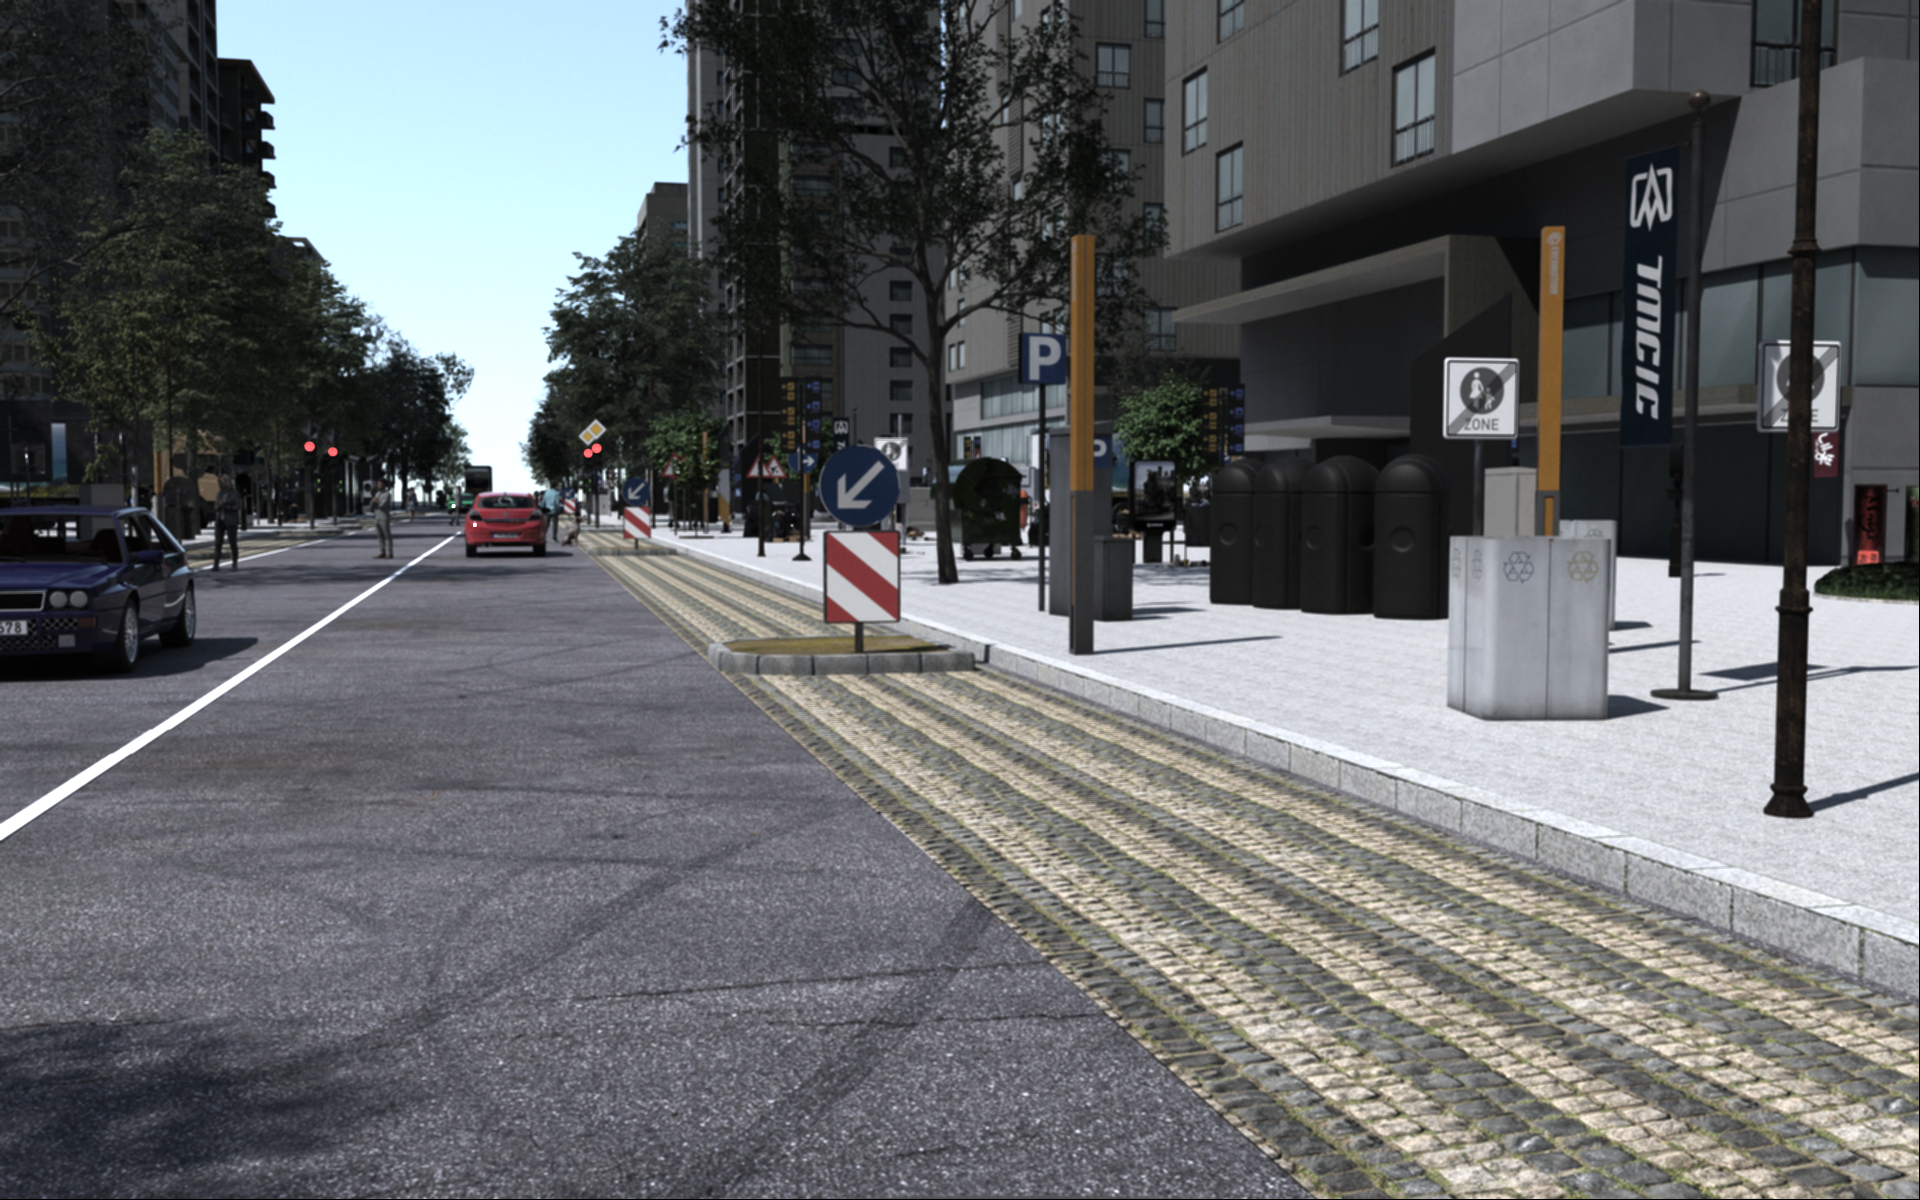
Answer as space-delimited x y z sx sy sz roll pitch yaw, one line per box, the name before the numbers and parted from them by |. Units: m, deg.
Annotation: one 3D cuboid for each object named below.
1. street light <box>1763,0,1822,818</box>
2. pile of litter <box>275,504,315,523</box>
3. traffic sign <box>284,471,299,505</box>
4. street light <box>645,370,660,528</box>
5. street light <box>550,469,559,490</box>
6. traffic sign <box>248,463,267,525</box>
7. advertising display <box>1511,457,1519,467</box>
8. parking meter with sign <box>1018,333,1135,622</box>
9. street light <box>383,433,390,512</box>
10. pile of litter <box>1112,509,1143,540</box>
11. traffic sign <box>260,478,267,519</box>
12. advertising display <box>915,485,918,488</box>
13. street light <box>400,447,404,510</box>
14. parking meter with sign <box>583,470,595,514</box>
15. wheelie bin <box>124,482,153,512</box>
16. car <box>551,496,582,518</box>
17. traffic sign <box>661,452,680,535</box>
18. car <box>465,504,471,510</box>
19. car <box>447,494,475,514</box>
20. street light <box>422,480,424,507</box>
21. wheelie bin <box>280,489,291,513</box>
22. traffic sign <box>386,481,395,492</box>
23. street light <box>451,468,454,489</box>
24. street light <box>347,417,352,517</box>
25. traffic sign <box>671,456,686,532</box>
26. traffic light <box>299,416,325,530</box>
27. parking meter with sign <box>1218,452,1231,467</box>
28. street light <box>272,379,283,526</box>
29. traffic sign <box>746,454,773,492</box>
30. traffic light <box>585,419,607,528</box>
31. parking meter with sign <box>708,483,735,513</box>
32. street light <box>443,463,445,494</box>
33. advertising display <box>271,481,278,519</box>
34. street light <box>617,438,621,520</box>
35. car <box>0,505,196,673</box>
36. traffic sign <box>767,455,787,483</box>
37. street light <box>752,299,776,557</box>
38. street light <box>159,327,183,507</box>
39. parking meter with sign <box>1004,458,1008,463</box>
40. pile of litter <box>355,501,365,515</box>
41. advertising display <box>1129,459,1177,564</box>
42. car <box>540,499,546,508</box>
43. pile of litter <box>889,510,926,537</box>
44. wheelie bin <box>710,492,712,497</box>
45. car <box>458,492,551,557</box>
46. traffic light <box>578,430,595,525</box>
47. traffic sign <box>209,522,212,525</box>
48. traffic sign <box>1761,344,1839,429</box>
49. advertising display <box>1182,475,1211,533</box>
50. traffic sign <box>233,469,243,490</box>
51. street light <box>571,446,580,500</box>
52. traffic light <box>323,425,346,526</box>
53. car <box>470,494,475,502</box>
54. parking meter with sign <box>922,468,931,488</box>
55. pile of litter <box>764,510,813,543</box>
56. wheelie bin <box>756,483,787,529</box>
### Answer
street light | 3.317 -2.078 6.758 0.468 5.910 1.993 -1 4 -14
pile of litter | -29.569 -3.858 77.041 1.719 0.858 1.176 -1 4 -18
traffic sign | -36.963 -5.851 95.775 0.768 2.556 0.104 -1 4 -13
street light | -11.433 -5.609 64.488 0.468 5.910 1.993 -1 4 -14
street light | -56.697 -16.485 242.311 0.468 5.910 1.993 -1 4 -14
traffic sign | -28.874 -4.349 71.214 0.768 2.556 0.104 -1 4 -9
advertising display | 9.636 -1.552 30.588 0.123 1.923 0.974 0 4 -1
parking meter with sign | 1.249 -1.338 18.140 0.543 3.016 1.738 -2 4 -25
street light | -42.012 -9.444 127.197 0.468 5.910 1.993 -1 4 -14
pile of litter | 4.645 -2.128 48.761 1.719 0.858 1.176 1 4 19
traffic sign | -36.290 -5.440 90.125 0.795 2.450 0.064 -1 4 -9
advertising display | -3.030 -7.045 120.403 0.123 1.923 0.974 0 4 6
street light | -46.306 -10.463 143.850 0.468 5.910 1.993 -1 4 -14
parking meter with sign | -26.359 -7.736 122.740 0.543 3.016 1.738 -1 4 -14
wheelie bin | -21.700 -2.318 45.814 0.693 1.594 0.980 -2 4 -28
car | -23.683 -5.589 103.961 1.945 1.354 3.894 -1 4 -14
traffic sign | -8.806 -3.276 53.573 0.884 2.594 0.081 -1 4 -9
car | -16.694 -3.086 62.261 2.131 1.459 4.920 -1 4 -15
car | -35.510 -7.001 123.258 1.959 1.807 4.718 -1 4 -15
street light | -53.738 -12.261 173.246 0.468 5.910 1.993 -1 4 -14
wheelie bin | -44.610 -6.536 114.777 0.980 1.594 0.693 -1 4 -15
traffic sign | -46.938 -8.718 142.550 0.884 2.594 0.081 -1 4 -11
street light | -74.189 -17.151 253.212 0.468 5.910 1.993 -1 4 -14
street light | -34.675 -7.682 98.387 0.468 5.910 1.993 -1 4 -14
traffic sign | -9.330 -3.584 58.595 0.884 2.594 0.081 0 4 -8
traffic light | -23.286 -4.482 62.207 0.839 4.253 0.868 -1 4 -14
parking meter with sign | 11.130 -4.528 70.287 0.543 3.016 1.738 -1 4 -21
street light | -27.413 -5.924 69.652 0.468 5.910 1.993 -1 4 -14
traffic sign | -6.518 -3.440 56.241 0.884 2.594 0.081 0 4 -8
traffic light | -13.588 -4.634 64.687 0.839 4.253 0.868 -1 4 -14
parking meter with sign | -14.997 -6.905 109.157 0.543 3.016 1.738 3 4 38
street light | -66.801 -15.392 224.439 0.468 5.910 1.993 -1 4 -14
advertising display | -38.023 -5.561 96.136 0.123 1.923 0.974 -2 4 -33
street light | -17.188 -6.996 87.165 0.468 5.910 1.993 -1 4 -14
car | -7.772 -0.140 14.863 1.945 1.354 3.894 -1 4 -14
traffic sign | -6.127 -3.490 57.072 0.884 2.594 0.081 0 4 -7
street light | -4.084 -3.833 35.458 0.468 5.910 1.993 -1 4 -14
street light | -21.923 -4.605 48.083 0.468 5.910 1.993 -1 4 -14
parking meter with sign | 1.427 -5.267 82.375 1.738 3.016 0.543 -3 4 -37
pile of litter | -37.994 -5.808 108.927 1.176 0.858 1.719 -2 4 -26
advertising display | 3.568 -1.639 32.005 0.974 1.923 0.123 -2 4 -28
car | -35.690 -8.476 151.160 1.945 1.354 3.894 -1 4 -14
pile of litter | -1.571 -2.319 51.886 1.176 0.858 1.719 1 4 23
wheelie bin | -17.049 -6.630 116.303 0.693 1.594 0.980 -2 4 -35
car | -10.724 -1.943 40.811 2.155 1.783 4.494 -1 4 -15
traffic light | -15.561 -5.107 72.425 0.839 4.253 0.868 -1 4 -14
traffic sign | -30.725 -4.332 70.929 0.768 2.556 0.104 0 4 -8
traffic sign | 5.608 -0.583 11.663 0.606 2.300 0.079 -1 4 -11
advertising display | 7.737 -3.152 56.742 0.974 1.923 0.123 2 4 32
traffic sign | -29.389 -4.165 70.226 0.606 2.300 0.079 -1 4 -9
street light | -32.134 -10.557 145.397 0.468 5.910 1.993 -1 4 -14
traffic light | -25.259 -4.956 69.946 0.839 4.253 0.868 -1 4 -14
car | -42.247 -8.329 148.178 2.014 1.417 4.499 -1 4 -13
parking meter with sign | -2.168 -7.187 113.763 0.543 3.016 1.738 0 4 -6
pile of litter | -4.609 -1.984 46.410 1.719 0.858 1.176 -3 5 -40
wheelie bin | -5.443 -2.554 49.674 0.693 1.594 0.980 3 4 38
